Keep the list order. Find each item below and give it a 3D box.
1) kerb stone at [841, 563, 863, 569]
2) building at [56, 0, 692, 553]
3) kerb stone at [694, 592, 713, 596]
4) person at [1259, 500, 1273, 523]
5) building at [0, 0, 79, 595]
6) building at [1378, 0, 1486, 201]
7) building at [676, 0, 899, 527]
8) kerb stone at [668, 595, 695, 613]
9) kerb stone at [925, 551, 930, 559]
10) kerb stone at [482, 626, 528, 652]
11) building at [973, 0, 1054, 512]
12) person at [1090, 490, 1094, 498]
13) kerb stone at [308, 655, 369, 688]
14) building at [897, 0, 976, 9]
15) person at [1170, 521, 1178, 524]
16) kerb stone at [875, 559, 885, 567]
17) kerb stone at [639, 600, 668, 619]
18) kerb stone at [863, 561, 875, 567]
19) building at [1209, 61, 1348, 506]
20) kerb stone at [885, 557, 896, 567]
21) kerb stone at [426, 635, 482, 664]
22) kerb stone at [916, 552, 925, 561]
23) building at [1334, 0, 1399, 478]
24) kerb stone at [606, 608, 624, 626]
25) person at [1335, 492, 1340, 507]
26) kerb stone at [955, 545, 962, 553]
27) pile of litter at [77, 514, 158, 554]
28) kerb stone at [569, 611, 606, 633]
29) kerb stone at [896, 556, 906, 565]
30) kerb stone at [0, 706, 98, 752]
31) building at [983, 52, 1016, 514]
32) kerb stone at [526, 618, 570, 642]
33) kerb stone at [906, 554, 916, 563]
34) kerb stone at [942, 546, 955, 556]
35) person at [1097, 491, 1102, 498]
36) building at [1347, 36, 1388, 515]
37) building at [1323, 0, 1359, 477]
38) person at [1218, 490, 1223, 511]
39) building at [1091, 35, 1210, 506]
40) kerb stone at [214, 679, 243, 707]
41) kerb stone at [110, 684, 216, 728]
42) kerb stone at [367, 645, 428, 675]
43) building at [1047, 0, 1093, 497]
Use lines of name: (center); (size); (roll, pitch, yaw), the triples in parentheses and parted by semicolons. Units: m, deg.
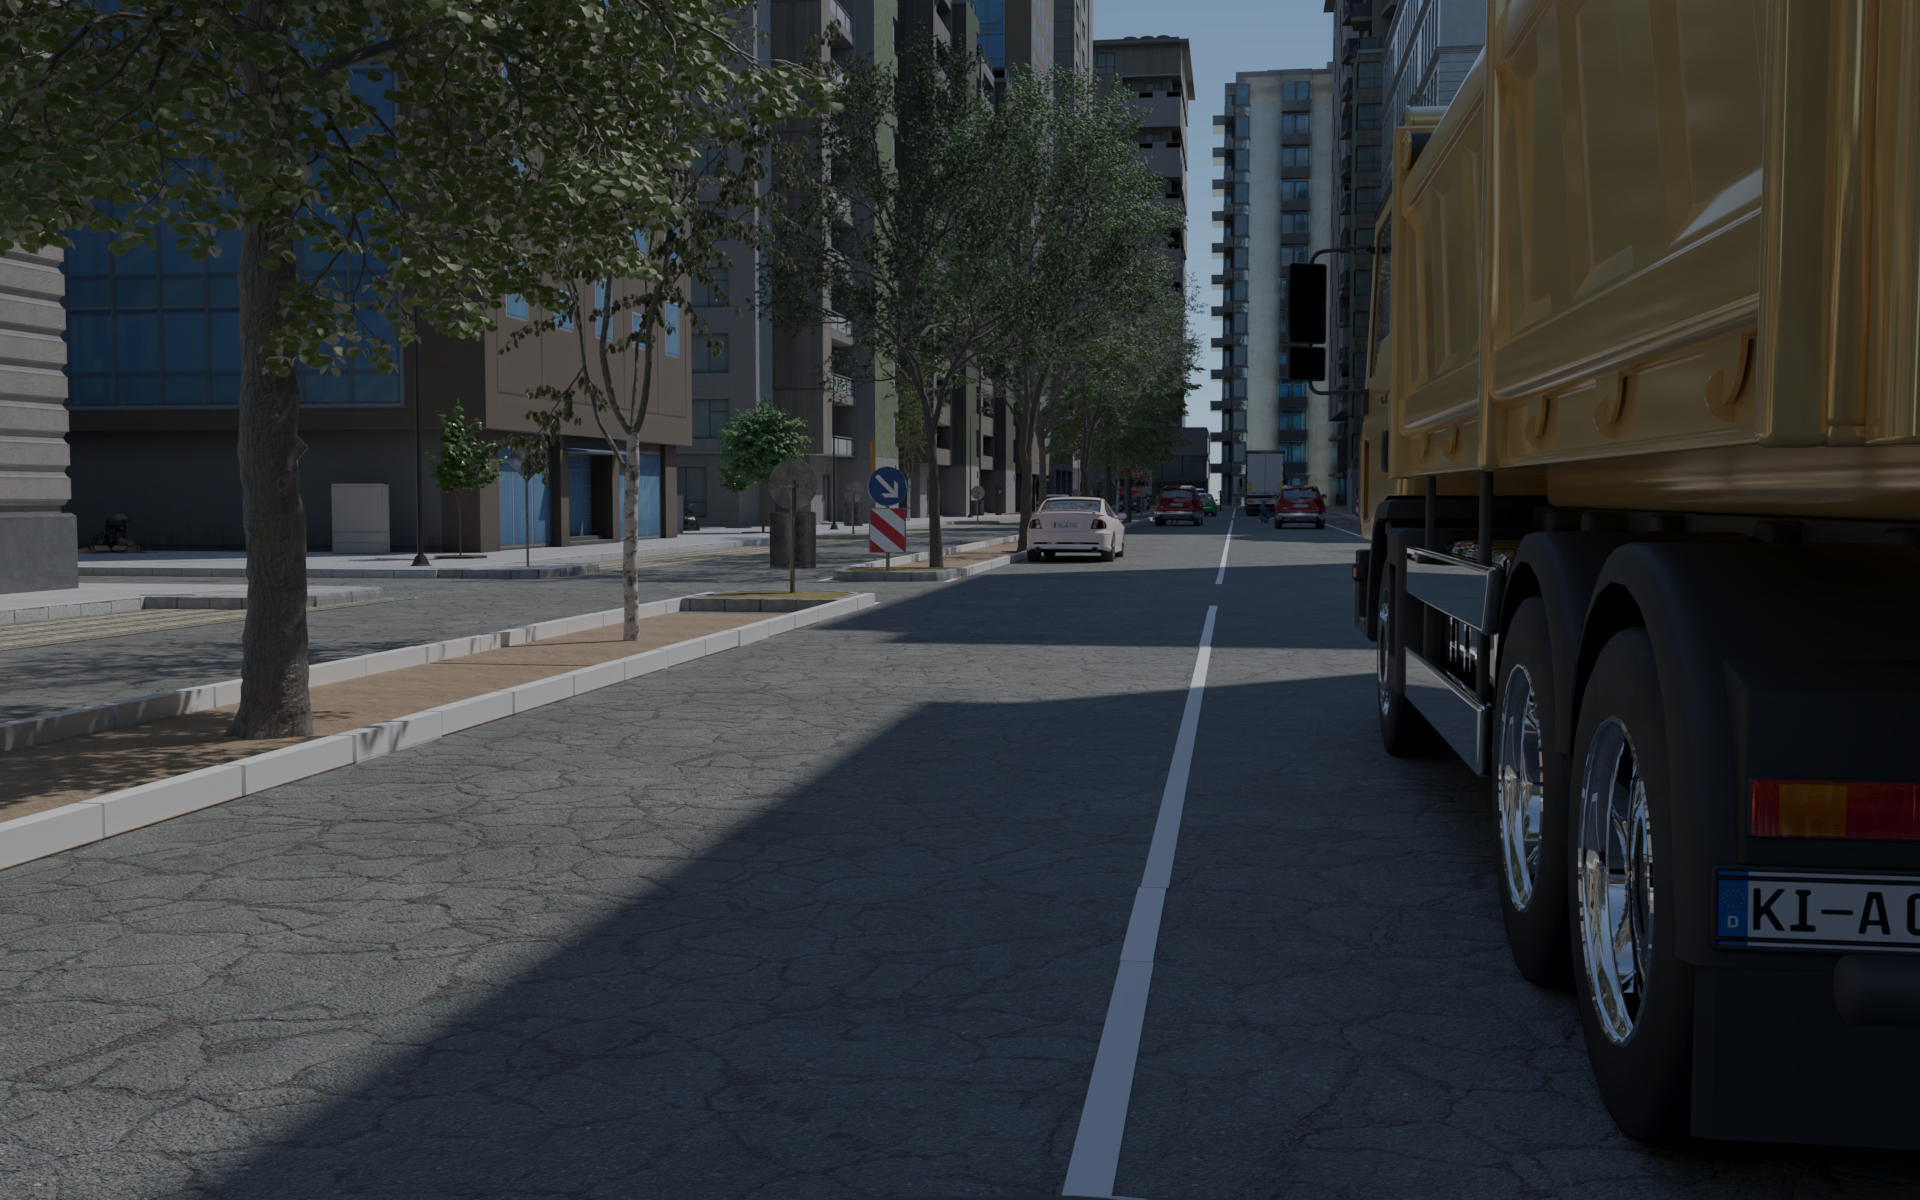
kerb stone: (-1.937, -0.527, 30.808); (0.120, 0.150, 1.000); (1, 4, 9)
building: (-15.837, -24.089, 43.963); (14.600, 45.320, 14.200); (1, 4, 9)
kerb stone: (-3.322, 0.000, 22.192); (0.120, 0.150, 1.000); (1, 4, 9)
person: (14.974, -4.311, 84.491); (0.738, 1.151, 1.012); (3, 4, 38)
building: (-21.880, -11.665, 19.609); (19.941, 23.489, 11.050); (1, 4, 9)
building: (27.527, -18.854, 85.752); (11.434, 29.767, 29.804); (1, 4, 9)
building: (-10.850, -23.817, 73.009); (14.154, 41.232, 14.086); (1, 4, 9)
kerb stone: (-3.481, 0.065, 21.179); (0.120, 0.150, 1.000); (1, 4, 9)
kerb stone: (-0.800, -0.960, 37.894); (0.120, 0.150, 1.000); (1, 4, 9)
kerb stone: (-4.300, 0.380, 16.114); (0.120, 0.150, 1.000); (1, 4, 9)
building: (-0.785, -29.196, 127.470); (14.600, 45.320, 14.200); (1, 4, 9)
person: (10.392, -7.725, 135.541); (0.721, 1.736, 1.217); (0, 4, -6)
kerb stone: (-4.786, 0.559, 13.067); (0.120, 0.150, 1.000); (1, 4, 9)
building: (-6.913, -19.776, 95.044); (14.160, 30.474, 14.107); (1, 4, 9)
person: (10.446, -4.623, 84.294); (0.606, 1.804, 0.583); (-2, 4, -29)
kerb stone: (-1.621, -0.649, 32.830); (0.120, 0.150, 1.000); (1, 4, 9)
kerb stone: (-3.648, 0.125, 20.164); (0.120, 0.150, 1.000); (1, 4, 9)
kerb stone: (-1.775, -0.589, 31.819); (0.120, 0.150, 1.000); (1, 4, 9)
building: (43.629, -35.147, 194.262); (30.456, 49.044, 23.786); (1, 4, 9)
kerb stone: (-1.450, -0.713, 33.849); (0.120, 0.150, 1.000); (1, 4, 9)
kerb stone: (-4.458, 0.438, 15.096); (0.120, 0.150, 1.000); (1, 4, 9)
kerb stone: (-0.956, -0.898, 36.884); (0.120, 0.150, 1.000); (1, 4, 9)
building: (40.603, -29.229, 132.515); (22.147, 44.769, 28.867); (1, 4, 9)
kerb stone: (-3.816, 0.190, 19.152); (0.120, 0.150, 1.000); (1, 4, 9)
person: (39.140, -10.416, 179.715); (0.530, 1.710, 0.541); (-1, 4, -8)
kerb stone: (-0.146, -1.207, 41.936); (0.120, 0.150, 1.000); (1, 4, 9)
pile of litter: (-18.443, -1.453, 37.719); (1.719, 0.858, 1.176); (1, 4, 12)
kerb stone: (-3.979, 0.248, 18.143); (0.120, 0.150, 1.000); (1, 4, 9)
kerb stone: (-1.283, -0.774, 34.858); (0.120, 0.150, 1.000); (1, 4, 9)
kerb stone: (-5.280, 0.748, 10.033); (0.120, 0.150, 1.000); (1, 4, 9)
building: (-4.211, -20.883, 113.142); (14.160, 30.474, 14.107); (1, 4, 9)
kerb stone: (-4.137, 0.310, 17.133); (0.120, 0.150, 1.000); (1, 4, 9)
kerb stone: (-1.118, -0.836, 35.871); (0.120, 0.150, 1.000); (1, 4, 9)
kerb stone: (-0.312, -1.145, 40.927); (0.120, 0.150, 1.000); (1, 4, 9)
person: (12.409, -8.851, 153.927); (0.721, 1.735, 1.217); (-1, 4, -18)
building: (32.378, -20.842, 112.462); (14.160, 30.474, 14.107); (1, 4, 9)
building: (48.582, -34.911, 160.033); (28.713, 52.752, 27.495); (1, 4, 9)
person: (21.947, -8.324, 145.315); (0.721, 1.743, 1.217); (1, 4, 15)
building: (15.287, -37.496, 202.301); (27.495, 52.752, 28.713); (1, 4, 9)
kerb stone: (-4.945, 0.624, 12.057); (0.120, 0.150, 1.000); (1, 4, 9)
kerb stone: (-5.109, 0.682, 11.048); (0.120, 0.150, 1.000); (1, 4, 9)
kerb stone: (-4.631, 0.497, 14.077); (0.120, 0.150, 1.000); (1, 4, 9)
building: (2.005, -44.745, 169.824); (20.611, 71.187, 20.563); (1, 4, 9)
